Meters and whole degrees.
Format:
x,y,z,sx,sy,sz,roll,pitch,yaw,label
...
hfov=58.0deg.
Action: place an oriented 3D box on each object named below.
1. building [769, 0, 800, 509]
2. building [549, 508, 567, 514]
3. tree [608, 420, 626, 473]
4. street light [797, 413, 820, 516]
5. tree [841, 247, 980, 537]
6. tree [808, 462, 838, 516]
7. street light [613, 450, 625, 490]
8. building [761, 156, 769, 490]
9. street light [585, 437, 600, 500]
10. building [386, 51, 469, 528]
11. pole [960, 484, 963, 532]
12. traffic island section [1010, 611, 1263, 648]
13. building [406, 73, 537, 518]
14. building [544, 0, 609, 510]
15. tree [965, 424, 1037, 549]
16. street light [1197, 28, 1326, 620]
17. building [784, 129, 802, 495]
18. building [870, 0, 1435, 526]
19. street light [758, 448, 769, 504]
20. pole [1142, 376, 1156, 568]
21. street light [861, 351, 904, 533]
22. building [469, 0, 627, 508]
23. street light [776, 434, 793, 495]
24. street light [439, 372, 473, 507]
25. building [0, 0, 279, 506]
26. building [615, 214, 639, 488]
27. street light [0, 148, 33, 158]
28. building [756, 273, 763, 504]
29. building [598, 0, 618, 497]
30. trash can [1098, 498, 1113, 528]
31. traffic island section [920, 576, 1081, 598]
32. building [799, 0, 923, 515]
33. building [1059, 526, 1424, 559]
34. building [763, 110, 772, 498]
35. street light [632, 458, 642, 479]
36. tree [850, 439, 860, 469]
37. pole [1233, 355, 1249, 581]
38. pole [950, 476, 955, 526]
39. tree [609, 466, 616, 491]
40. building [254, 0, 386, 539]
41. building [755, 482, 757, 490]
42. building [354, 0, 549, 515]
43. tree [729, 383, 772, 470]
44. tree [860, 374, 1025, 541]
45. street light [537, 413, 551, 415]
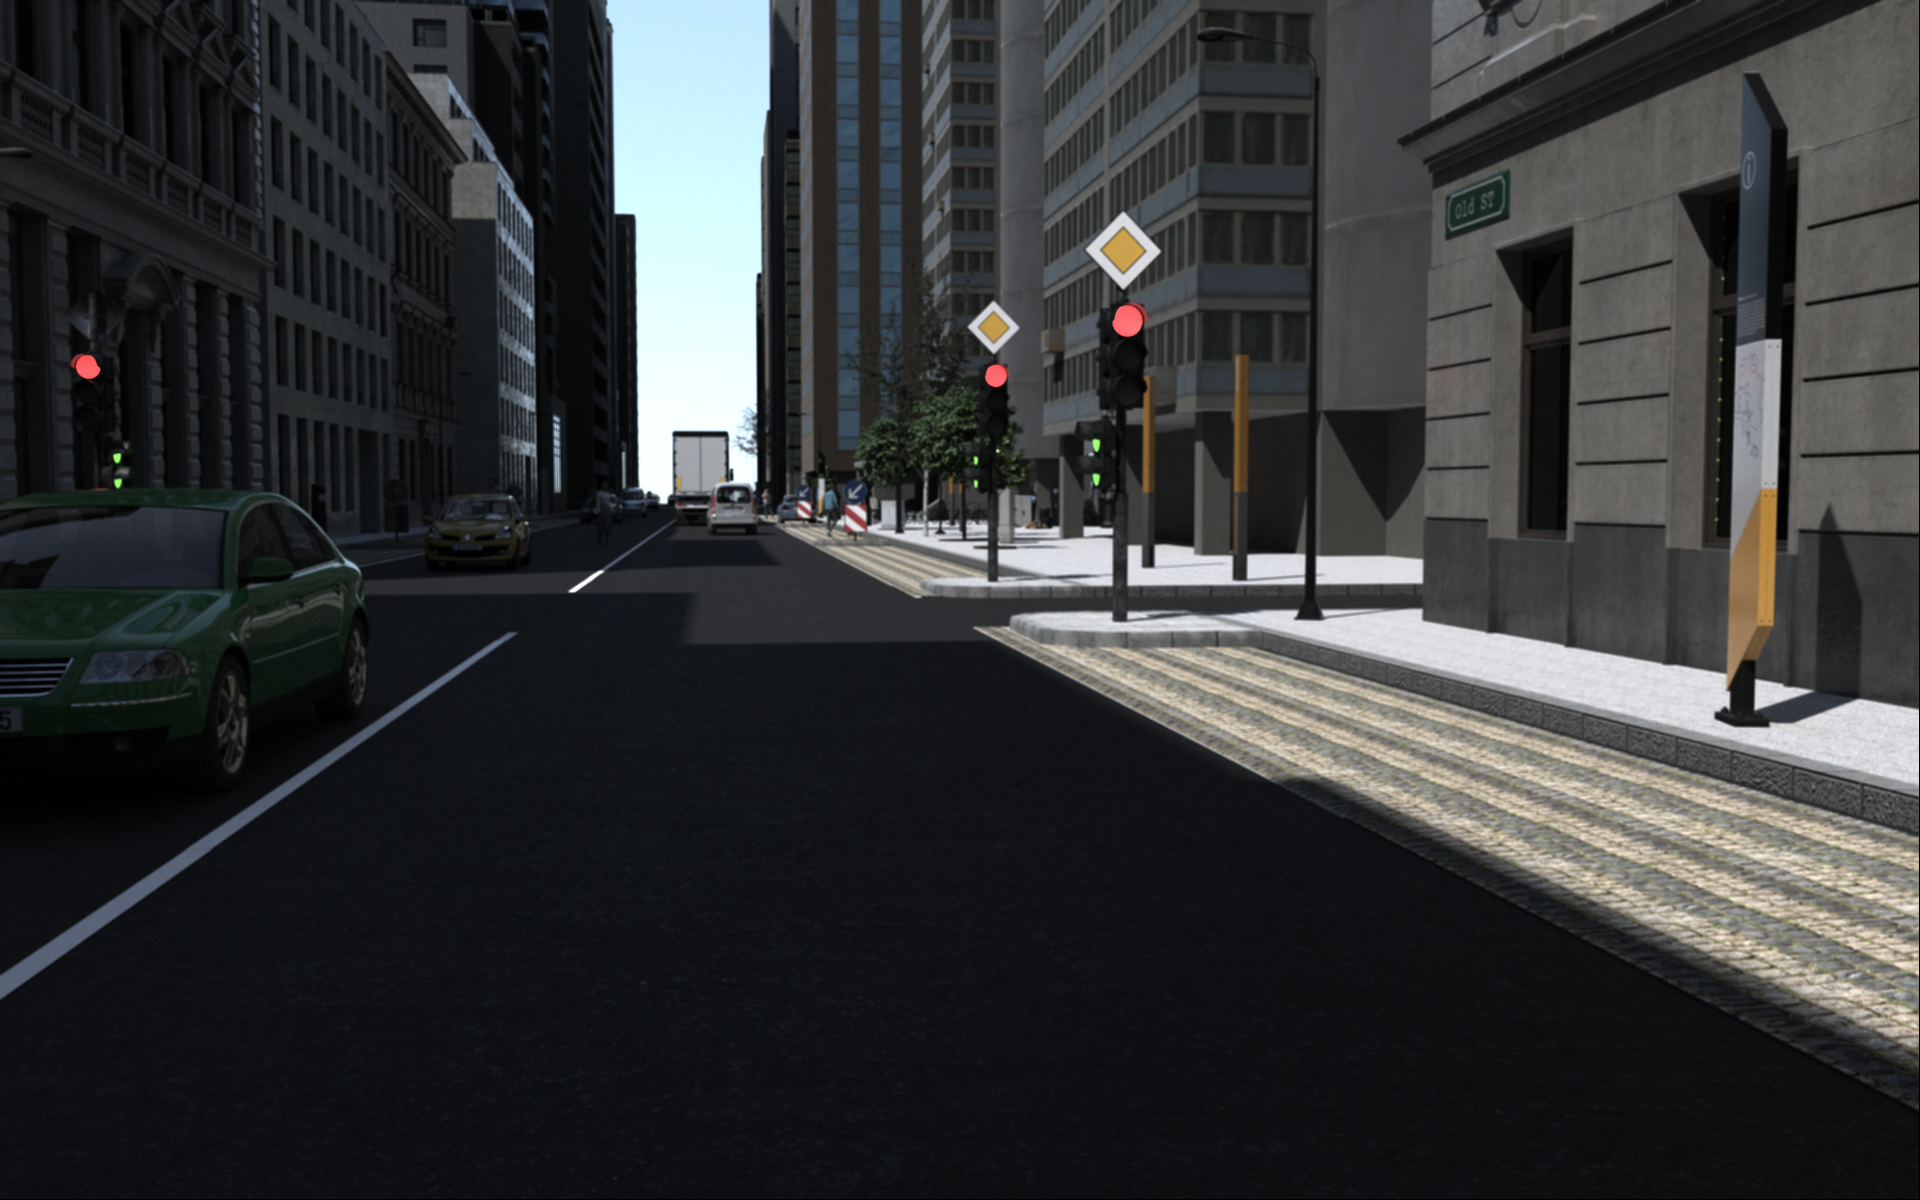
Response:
x,y,z,sx,sy,sz,roll,pitch,yaw,label
-7.171,-37.907,161.786,21.231,58.520,28.212,0,4,-8,building
-39.597,-49.591,123.483,22.319,86.520,31.000,0,4,-8,building
-35.420,-13.594,172.620,4.360,8.622,3.978,0,3,0,tree
-8.589,-7.746,99.190,1.470,5.913,1.316,0,4,-8,street light
-1.161,-6.212,51.936,4.360,8.622,3.978,0,3,0,tree
-7.943,-6.615,102.763,1.663,3.219,1.824,0,3,0,tree
-35.730,-12.766,181.257,1.470,5.913,1.316,0,4,-8,street light
-17.388,-32.388,213.142,14.154,41.232,14.086,0,4,-8,building
-30.021,-10.322,141.309,1.470,5.913,1.316,0,4,-8,street light
-25.925,-12.433,67.911,10.561,19.102,19.286,0,4,-8,building
0.084,-3.962,58.624,0.158,3.312,0.155,0,3,0,pole
1.631,0.297,17.430,2.009,0.180,2.903,0,4,-8,traffic island section
-27.561,-14.209,87.065,10.420,20.320,16.860,0,4,-8,building
-42.380,-32.258,151.126,21.300,48.544,21.600,0,4,-8,building
0.729,-2.814,40.618,1.663,3.219,1.824,0,3,0,tree
3.052,-2.750,17.506,1.470,5.913,1.316,0,4,-8,street light
-7.331,-22.603,141.261,14.160,30.474,14.107,0,4,-8,building
10.966,-24.357,90.124,32.217,40.220,23.993,0,4,-8,building
-19.586,-12.410,175.447,1.470,5.913,1.316,0,4,-8,street light
3.274,-2.213,30.022,0.158,3.312,0.155,0,3,0,pole
-2.507,-5.122,56.294,1.470,5.913,1.316,0,4,-8,street light
-54.039,-55.535,220.676,22.319,86.520,31.000,0,4,-8,building
-13.422,-9.812,132.961,1.470,5.913,1.316,0,4,-8,street light
-19.175,-5.707,65.850,1.470,5.913,1.316,0,4,-8,street light
-20.209,-12.388,31.422,11.050,23.489,19.941,0,4,-8,building
-53.016,-34.338,245.020,14.154,41.232,14.086,0,4,-8,building
-13.152,-3.107,23.338,1.470,5.913,1.316,0,4,-8,street light
-19.693,-27.869,227.355,14.160,30.474,14.107,0,4,-8,building
-49.711,-39.767,192.195,21.231,58.520,28.212,0,4,-8,building
5.552,-3.292,65.481,0.748,1.137,0.748,0,3,0,trash can
0.503,-0.187,25.335,2.009,0.180,2.903,0,4,-8,traffic island section
-3.095,-28.279,112.476,14.600,45.320,14.200,0,4,-8,building
15.315,-21.422,42.123,23.993,40.220,32.217,0,4,-8,building
-15.313,-33.574,199.053,14.600,45.320,14.200,0,4,-8,building
-41.784,-15.385,224.085,1.470,5.913,1.316,0,4,-8,street light
-2.334,-4.822,62.559,4.285,4.588,4.351,0,3,0,tree
4.143,-1.939,25.546,0.158,3.312,0.155,0,3,0,pole
-0.310,-4.633,69.595,0.158,3.312,0.155,0,3,0,pole
-34.654,-11.229,167.305,4.285,4.588,4.351,0,3,0,tree
-23.401,-11.943,50.012,10.420,20.320,16.860,0,4,-8,building
-13.141,-33.999,247.764,32.217,40.220,23.993,0,4,-8,building
-32.582,-20.291,103.453,14.160,30.474,14.107,0,4,-8,building
-19.342,-16.767,184.507,12.009,13.543,11.850,0,3,0,tree
0.190,-3.907,47.599,4.285,4.588,4.351,0,3,0,tree
-24.050,-7.730,98.934,1.470,5.913,1.316,0,4,-8,street light
